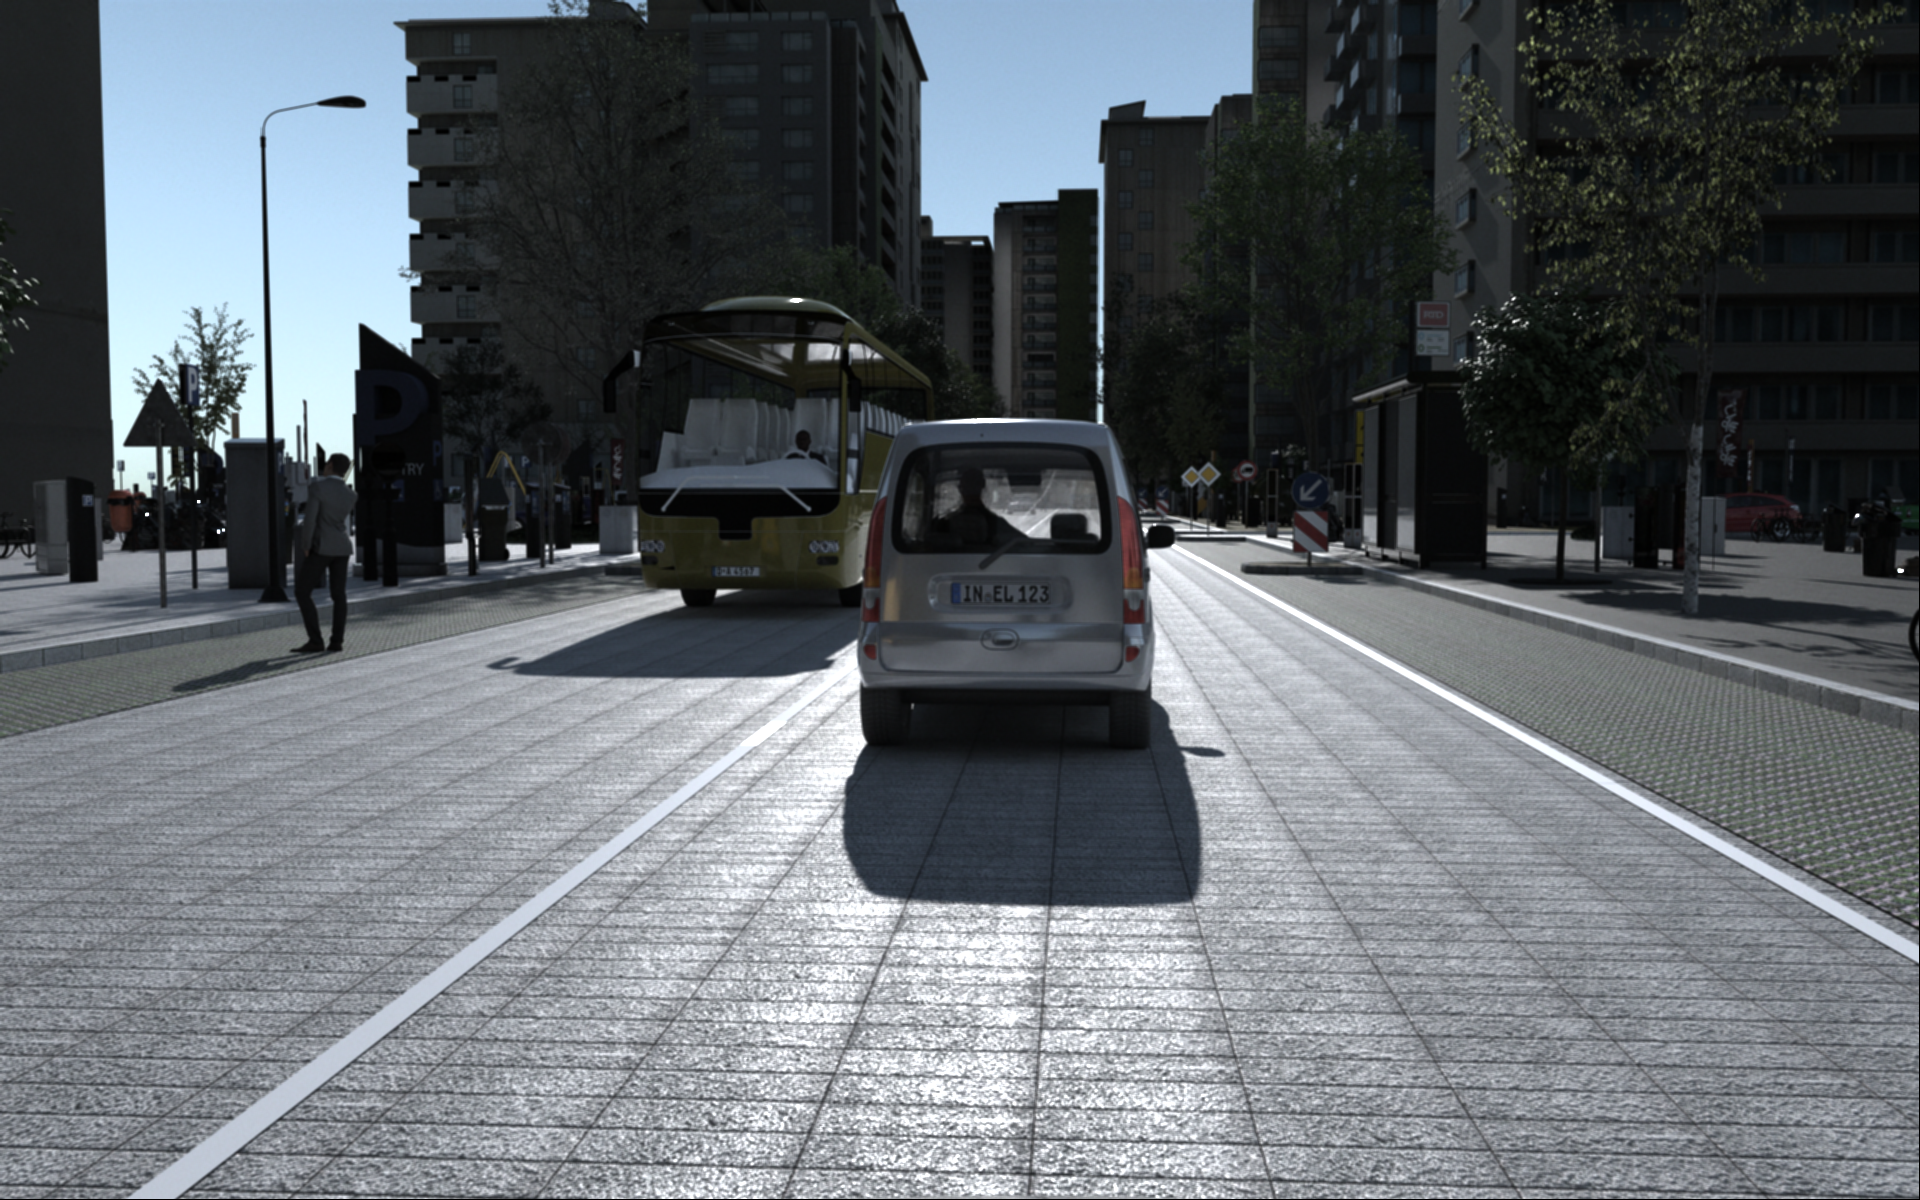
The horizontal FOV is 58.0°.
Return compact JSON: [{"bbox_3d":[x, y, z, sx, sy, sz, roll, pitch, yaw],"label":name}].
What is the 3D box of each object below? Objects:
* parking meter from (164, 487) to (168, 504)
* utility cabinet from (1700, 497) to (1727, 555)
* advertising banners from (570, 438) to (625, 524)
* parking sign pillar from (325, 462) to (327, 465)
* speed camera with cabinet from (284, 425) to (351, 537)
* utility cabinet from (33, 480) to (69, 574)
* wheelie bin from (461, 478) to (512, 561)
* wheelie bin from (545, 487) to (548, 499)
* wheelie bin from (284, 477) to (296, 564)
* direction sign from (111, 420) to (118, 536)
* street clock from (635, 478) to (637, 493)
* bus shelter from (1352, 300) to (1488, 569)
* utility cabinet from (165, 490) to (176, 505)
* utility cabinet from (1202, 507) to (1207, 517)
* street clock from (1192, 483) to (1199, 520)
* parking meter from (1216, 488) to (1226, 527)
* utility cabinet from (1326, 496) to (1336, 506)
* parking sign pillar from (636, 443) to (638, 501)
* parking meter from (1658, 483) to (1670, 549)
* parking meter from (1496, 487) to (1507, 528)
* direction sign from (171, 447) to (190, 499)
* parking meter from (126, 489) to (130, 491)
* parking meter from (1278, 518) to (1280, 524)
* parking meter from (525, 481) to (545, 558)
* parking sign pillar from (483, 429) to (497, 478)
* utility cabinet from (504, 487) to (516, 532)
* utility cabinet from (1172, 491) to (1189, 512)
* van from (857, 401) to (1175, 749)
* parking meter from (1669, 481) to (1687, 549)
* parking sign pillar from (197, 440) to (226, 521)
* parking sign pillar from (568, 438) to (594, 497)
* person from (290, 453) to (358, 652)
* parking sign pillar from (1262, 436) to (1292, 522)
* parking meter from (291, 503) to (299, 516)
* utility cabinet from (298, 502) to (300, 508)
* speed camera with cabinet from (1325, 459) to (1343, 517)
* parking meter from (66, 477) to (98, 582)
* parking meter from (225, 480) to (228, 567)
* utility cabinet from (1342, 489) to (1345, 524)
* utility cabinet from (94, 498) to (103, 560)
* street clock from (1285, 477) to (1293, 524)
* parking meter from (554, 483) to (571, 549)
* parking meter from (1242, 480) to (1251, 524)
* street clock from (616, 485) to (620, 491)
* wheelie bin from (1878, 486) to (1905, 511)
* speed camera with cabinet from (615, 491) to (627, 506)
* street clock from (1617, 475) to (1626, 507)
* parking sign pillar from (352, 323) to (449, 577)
[{"bbox_3d":[-61.326,-7.822,133.593,0.255,1.863,0.399,2,4,26],"label":"parking meter"},{"bbox_3d":[15.848,-1.572,36.858,1.020,1.237,0.306,-2,4,-29],"label":"utility cabinet"},{"bbox_3d":[-11.463,-3.576,54.649,2.074,3.025,0.090,1,4,18],"label":"advertising banners"},{"bbox_3d":[-48.579,-8.884,133.732,1.447,3.967,1.447,-1,4,-18],"label":"parking sign pillar"},{"bbox_3d":[-18.836,-3.440,50.587,0.660,3.252,2.038,2,4,30],"label":"speed camera with cabinet"},{"bbox_3d":[-14.577,-1.166,27.739,0.318,1.500,1.173,-3,4,-36],"label":"utility cabinet"},{"bbox_3d":[-9.130,-1.552,33.285,0.693,1.594,0.980,3,5,44],"label":"wheelie bin"},{"bbox_3d":[-17.985,-4.079,74.605,0.693,1.594,0.980,-3,5,-41],"label":"wheelie bin"},{"bbox_3d":[-12.580,-1.449,31.604,0.980,1.594,0.693,1,4,13],"label":"wheelie bin"},{"bbox_3d":[-26.081,-3.736,53.076,0.379,3.537,0.876,-3,5,-43],"label":"direction sign"},{"bbox_3d":[-13.301,-4.132,72.133,0.471,2.002,0.358,0,4,-1],"label":"street clock"},{"bbox_3d":[8.944,-3.425,33.634,2.179,5.291,8.768,0,4,4],"label":"bus shelter"},{"bbox_3d":[-44.384,-5.421,97.311,0.318,1.500,1.173,-3,4,-37],"label":"utility cabinet"},{"bbox_3d":[13.806,-5.269,94.820,1.173,1.500,0.318,-1,4,-9],"label":"utility cabinet"},{"bbox_3d":[11.531,-4.911,84.870,0.358,2.002,0.471,1,4,15],"label":"street clock"},{"bbox_3d":[10.139,-3.595,67.197,0.372,1.533,0.369,0,3,0],"label":"parking meter"},{"bbox_3d":[14.478,-3.543,69.095,1.020,1.237,0.306,-1,4,-23],"label":"utility cabinet"},{"bbox_3d":[-11.270,-4.553,62.914,1.447,3.967,1.447,-3,4,-36],"label":"parking sign pillar"},{"bbox_3d":[16.532,-1.966,40.562,0.372,1.533,0.369,0,3,0],"label":"parking meter"},{"bbox_3d":[20.459,-3.486,65.401,0.372,1.533,0.369,0,3,0],"label":"parking meter"},{"bbox_3d":[-35.577,-5.332,79.172,0.876,3.537,0.379,0,4,-1],"label":"direction sign"},{"bbox_3d":[-41.173,-4.714,85.479,0.372,1.533,0.369,0,3,0],"label":"parking meter"},{"bbox_3d":[14.006,-4.248,75.169,0.399,1.863,0.255,3,5,40],"label":"parking meter"},{"bbox_3d":[-8.531,-1.614,34.796,0.372,1.533,0.369,0,3,0],"label":"parking meter"},{"bbox_3d":[-19.390,-5.081,71.552,1.447,3.967,1.447,-1,4,-18],"label":"parking sign pillar"},{"bbox_3d":[-14.672,-2.819,54.772,1.173,1.500,0.318,1,4,9],"label":"utility cabinet"},{"bbox_3d":[15.162,-6.763,119.259,1.173,1.500,0.318,-1,4,-23],"label":"utility cabinet"},{"bbox_3d":[0.394,-0.255,11.177,2.013,2.044,4.112,0,4,5],"label":"van"},{"bbox_3d":[13.981,-1.524,33.334,0.372,1.533,0.369,0,3,0],"label":"parking meter"},{"bbox_3d":[-36.142,-5.822,83.667,1.447,3.967,1.447,2,4,24],"label":"parking sign pillar"},{"bbox_3d":[-18.488,-5.871,84.458,1.447,3.967,1.447,2,4,31],"label":"parking sign pillar"},{"bbox_3d":[-5.761,-0.429,15.697,0.592,1.802,0.473,-3,5,-44],"label":"person"},{"bbox_3d":[14.721,-5.626,80.463,1.447,3.967,1.447,1,4,9],"label":"parking sign pillar"},{"bbox_3d":[-39.659,-5.964,103.224,0.255,1.863,0.399,1,4,17],"label":"parking meter"},{"bbox_3d":[-48.946,-7.131,127.760,0.306,1.237,1.020,-3,4,-37],"label":"utility cabinet"},{"bbox_3d":[21.197,-6.344,98.066,2.038,3.252,0.660,-3,4,-37],"label":"speed camera with cabinet"},{"bbox_3d":[-12.834,-1.035,25.326,0.372,1.533,0.369,0,3,0],"label":"parking meter"},{"bbox_3d":[-12.764,-1.356,30.579,0.372,1.533,0.369,0,3,0],"label":"parking meter"},{"bbox_3d":[16.376,-3.935,73.017,0.318,1.500,1.173,2,4,24],"label":"utility cabinet"},{"bbox_3d":[-16.973,-1.394,33.956,0.306,1.237,1.020,-2,4,-27],"label":"utility cabinet"},{"bbox_3d":[14.101,-4.277,74.503,0.471,2.002,0.358,3,4,38],"label":"street clock"},{"bbox_3d":[-9.361,-1.981,40.792,0.372,1.533,0.369,0,3,0],"label":"parking meter"},{"bbox_3d":[12.275,-4.186,74.152,0.399,1.863,0.255,0,4,-1],"label":"parking meter"},{"bbox_3d":[-24.653,-7.318,124.223,0.358,2.002,0.471,2,4,29],"label":"street clock"},{"bbox_3d":[35.582,-3.567,66.221,0.980,1.594,0.693,-1,4,-9],"label":"wheelie bin"},{"bbox_3d":[-16.234,-5.645,86.636,2.038,3.252,0.660,-1,4,-10],"label":"speed camera with cabinet"},{"bbox_3d":[25.194,-3.756,65.982,0.358,2.002,0.471,1,4,10],"label":"street clock"},{"bbox_3d":[-8.828,-2.370,27.227,1.447,3.967,1.447,0,4,8],"label":"parking sign pillar"}]
